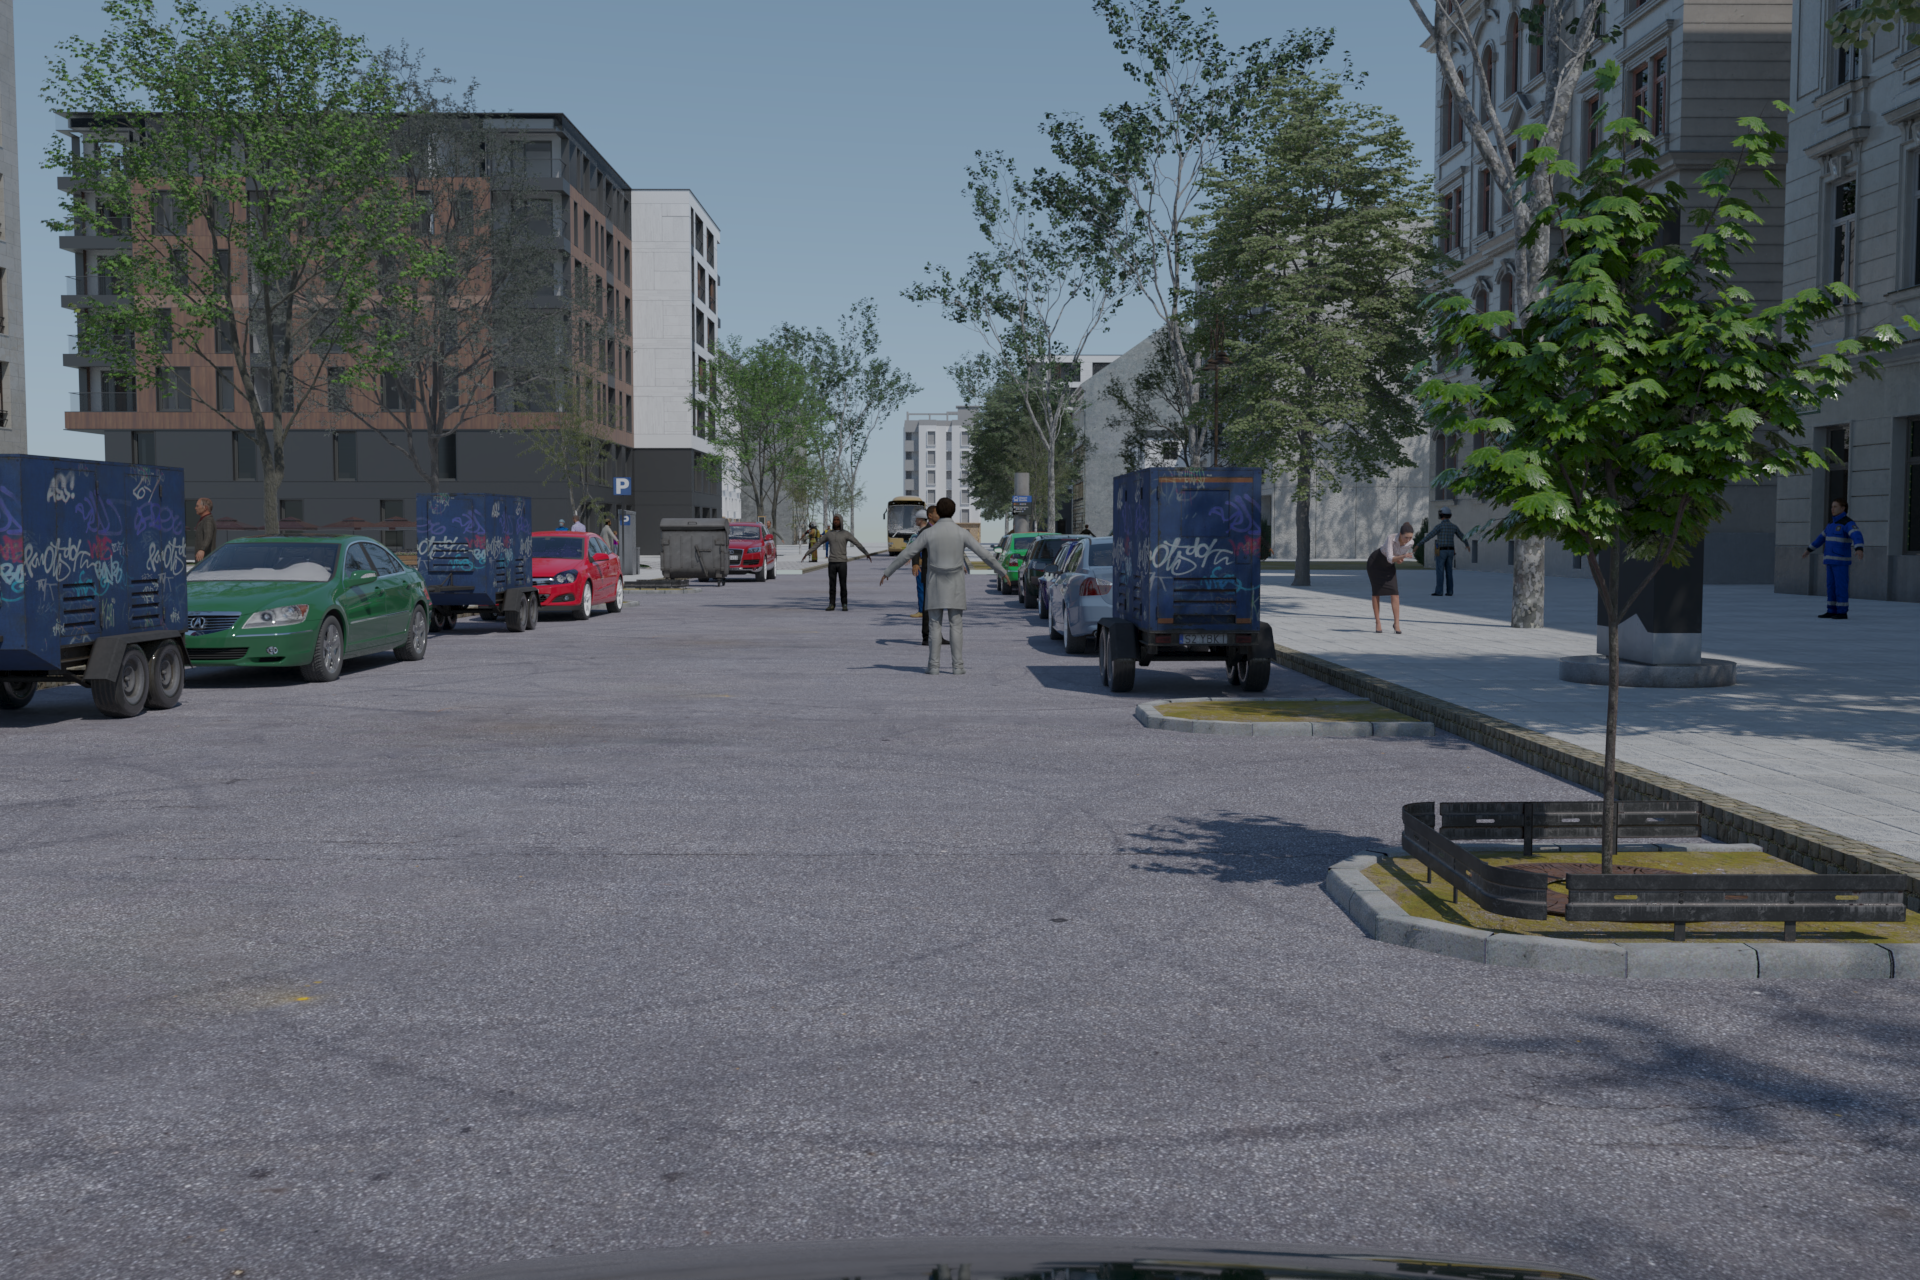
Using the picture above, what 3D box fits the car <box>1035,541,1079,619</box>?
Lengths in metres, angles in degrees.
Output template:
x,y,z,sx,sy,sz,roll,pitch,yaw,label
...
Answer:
x,y,z,sx,sy,sz,roll,pitch,yaw,label
2.228,-0.951,28.130,1.945,1.354,3.894,0,4,-2,car

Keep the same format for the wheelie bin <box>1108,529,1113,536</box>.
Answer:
x,y,z,sx,sy,sz,roll,pitch,yaw,label
5.213,-3.056,57.882,0.693,1.594,0.980,0,3,0,wheelie bin

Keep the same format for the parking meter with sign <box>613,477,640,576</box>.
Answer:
x,y,z,sx,sy,sz,roll,pitch,yaw,label
-10.351,-3.532,54.016,0.543,3.016,1.738,0,3,0,parking meter with sign

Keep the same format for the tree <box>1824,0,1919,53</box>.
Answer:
x,y,z,sx,sy,sz,roll,pitch,yaw,label
8.465,-5.570,9.202,7.486,12.596,7.792,0,3,0,tree

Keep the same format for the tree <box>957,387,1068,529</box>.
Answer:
x,y,z,sx,sy,sz,roll,pitch,yaw,label
4.472,-14.413,142.304,9.857,13.997,8.962,0,3,0,tree

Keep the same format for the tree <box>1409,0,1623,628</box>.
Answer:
x,y,z,sx,sy,sz,roll,pitch,yaw,label
6.936,-10.303,24.348,12.611,20.169,13.585,0,3,0,tree

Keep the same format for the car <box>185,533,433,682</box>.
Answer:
x,y,z,sx,sy,sz,roll,pitch,yaw,label
-7.004,-0.394,18.237,2.131,1.459,4.920,0,4,-1,car

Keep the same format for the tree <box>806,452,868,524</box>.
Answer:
x,y,z,sx,sy,sz,roll,pitch,yaw,label
-18.911,-21.230,257.483,12.009,13.543,11.850,0,3,0,tree

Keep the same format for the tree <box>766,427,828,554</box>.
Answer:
x,y,z,sx,sy,sz,roll,pitch,yaw,label
-10.045,-9.712,109.157,4.360,8.622,3.978,0,3,0,tree

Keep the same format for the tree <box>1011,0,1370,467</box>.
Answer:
x,y,z,sx,sy,sz,roll,pitch,yaw,label
6.619,-12.397,58.585,12.611,20.169,13.585,0,3,0,tree

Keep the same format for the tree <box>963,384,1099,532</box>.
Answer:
x,y,z,sx,sy,sz,roll,pitch,yaw,label
4.377,-10.659,108.685,8.767,10.594,7.601,0,4,-1,tree

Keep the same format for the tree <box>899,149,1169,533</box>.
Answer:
x,y,z,sx,sy,sz,roll,pitch,yaw,label
3.179,-14.146,87.180,12.611,20.169,13.585,0,3,0,tree

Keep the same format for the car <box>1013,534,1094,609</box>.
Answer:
x,y,z,sx,sy,sz,roll,pitch,yaw,label
2.077,-1.525,34.722,2.009,1.686,4.222,0,4,0,car

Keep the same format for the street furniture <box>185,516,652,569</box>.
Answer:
x,y,z,sx,sy,sz,roll,pitch,yaw,label
-23.510,-4.072,71.603,27.439,1.986,14.083,1,4,9,street furniture

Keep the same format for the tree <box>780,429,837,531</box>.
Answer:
x,y,z,sx,sy,sz,roll,pitch,yaw,label
-10.077,-10.160,116.474,4.360,8.622,3.978,0,3,0,tree

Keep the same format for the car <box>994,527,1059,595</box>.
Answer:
x,y,z,sx,sy,sz,roll,pitch,yaw,label
1.835,-2.051,42.325,1.959,1.807,4.718,0,4,-1,car

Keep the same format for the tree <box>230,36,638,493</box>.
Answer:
x,y,z,sx,sy,sz,roll,pitch,yaw,label
-13.553,-8.171,43.974,12.009,13.543,11.850,0,3,0,tree

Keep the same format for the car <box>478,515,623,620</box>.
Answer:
x,y,z,sx,sy,sz,roll,pitch,yaw,label
-7.079,-1.289,30.123,2.155,1.783,4.494,0,3,0,car

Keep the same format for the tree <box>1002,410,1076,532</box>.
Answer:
x,y,z,sx,sy,sz,roll,pitch,yaw,label
4.202,-9.238,101.400,4.360,8.622,3.978,0,3,0,tree

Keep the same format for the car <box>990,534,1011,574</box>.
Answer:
x,y,z,sx,sy,sz,roll,pitch,yaw,label
2.095,-3.179,61.770,2.009,1.686,4.222,0,4,-1,car

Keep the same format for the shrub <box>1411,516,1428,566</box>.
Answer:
x,y,z,sx,sy,sz,roll,pitch,yaw,label
18.766,-3.979,69.099,1.661,2.075,1.752,0,3,0,shrub

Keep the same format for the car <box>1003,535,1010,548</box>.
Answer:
x,y,z,sx,sy,sz,roll,pitch,yaw,label
2.048,-2.593,52.625,2.015,1.641,3.980,0,3,0,car

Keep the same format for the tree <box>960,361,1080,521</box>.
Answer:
x,y,z,sx,sy,sz,roll,pitch,yaw,label
4.642,-13.621,129.354,9.857,13.997,8.962,0,3,0,tree

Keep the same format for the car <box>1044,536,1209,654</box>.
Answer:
x,y,z,sx,sy,sz,roll,pitch,yaw,label
2.103,-0.614,22.037,2.014,1.417,4.499,0,4,-1,car

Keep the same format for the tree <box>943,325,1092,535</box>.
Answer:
x,y,z,sx,sy,sz,roll,pitch,yaw,label
5.152,-18.422,157.084,12.611,20.169,13.585,0,3,0,tree

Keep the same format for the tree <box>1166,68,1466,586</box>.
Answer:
x,y,z,sx,sy,sz,roll,pitch,yaw,label
8.755,-7.637,42.984,7.486,12.596,7.792,0,3,0,tree

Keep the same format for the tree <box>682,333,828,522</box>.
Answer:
x,y,z,sx,sy,sz,roll,pitch,yaw,label
-10.446,-10.036,89.837,9.928,11.665,9.643,0,3,0,tree

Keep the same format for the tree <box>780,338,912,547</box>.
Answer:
x,y,z,sx,sy,sz,roll,pitch,yaw,label
-11.922,-19.132,168.701,12.611,20.169,13.585,0,3,0,tree

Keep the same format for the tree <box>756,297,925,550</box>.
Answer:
x,y,z,sx,sy,sz,roll,pitch,yaw,label
-9.506,-17.235,137.679,12.611,20.169,13.585,0,3,0,tree

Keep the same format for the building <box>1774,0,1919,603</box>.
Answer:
x,y,z,sx,sy,sz,roll,pitch,yaw,label
25.729,-14.616,15.391,17.030,29.872,44.131,0,4,0,building

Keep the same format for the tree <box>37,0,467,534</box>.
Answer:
x,y,z,sx,sy,sz,roll,pitch,yaw,label
-13.103,-6.542,32.712,9.928,11.665,9.643,0,3,0,tree

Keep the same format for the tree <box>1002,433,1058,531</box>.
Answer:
x,y,z,sx,sy,sz,roll,pitch,yaw,label
4.443,-10.385,120.156,4.360,8.622,3.978,0,3,0,tree

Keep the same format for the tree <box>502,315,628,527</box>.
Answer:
x,y,z,sx,sy,sz,roll,pitch,yaw,label
-12.768,-6.586,58.045,4.360,8.622,3.978,0,3,0,tree

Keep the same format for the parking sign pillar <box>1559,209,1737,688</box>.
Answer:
x,y,z,sx,sy,sz,roll,pitch,yaw,label
5.996,-1.623,15.017,1.447,3.967,1.447,0,4,0,parking sign pillar

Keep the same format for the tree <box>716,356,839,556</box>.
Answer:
x,y,z,sx,sy,sz,roll,pitch,yaw,label
-10.783,-10.717,100.983,9.928,11.665,9.643,0,3,0,tree

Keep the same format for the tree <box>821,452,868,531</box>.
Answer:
x,y,z,sx,sy,sz,roll,pitch,yaw,label
-11.137,-12.534,155.297,4.360,8.622,3.978,0,3,0,tree

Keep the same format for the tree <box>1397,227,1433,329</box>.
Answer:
x,y,z,sx,sy,sz,roll,pitch,yaw,label
24.928,-13.723,80.258,12.611,20.169,13.585,0,3,0,tree

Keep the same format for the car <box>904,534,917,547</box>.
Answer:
x,y,z,sx,sy,sz,roll,pitch,yaw,label
-2.160,-5.341,99.120,2.131,1.459,4.920,0,4,-2,car

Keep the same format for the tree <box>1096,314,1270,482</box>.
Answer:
x,y,z,sx,sy,sz,roll,pitch,yaw,label
9.738,-8.514,73.613,7.601,10.594,8.767,2,4,26,tree

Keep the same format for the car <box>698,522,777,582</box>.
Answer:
x,y,z,sx,sy,sz,roll,pitch,yaw,label
-6.829,-2.735,53.384,2.281,1.827,5.304,0,4,-1,car

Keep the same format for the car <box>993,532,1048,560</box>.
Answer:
x,y,z,sx,sy,sz,roll,pitch,yaw,label
1.992,-2.326,47.066,2.155,1.783,4.494,0,4,-1,car
